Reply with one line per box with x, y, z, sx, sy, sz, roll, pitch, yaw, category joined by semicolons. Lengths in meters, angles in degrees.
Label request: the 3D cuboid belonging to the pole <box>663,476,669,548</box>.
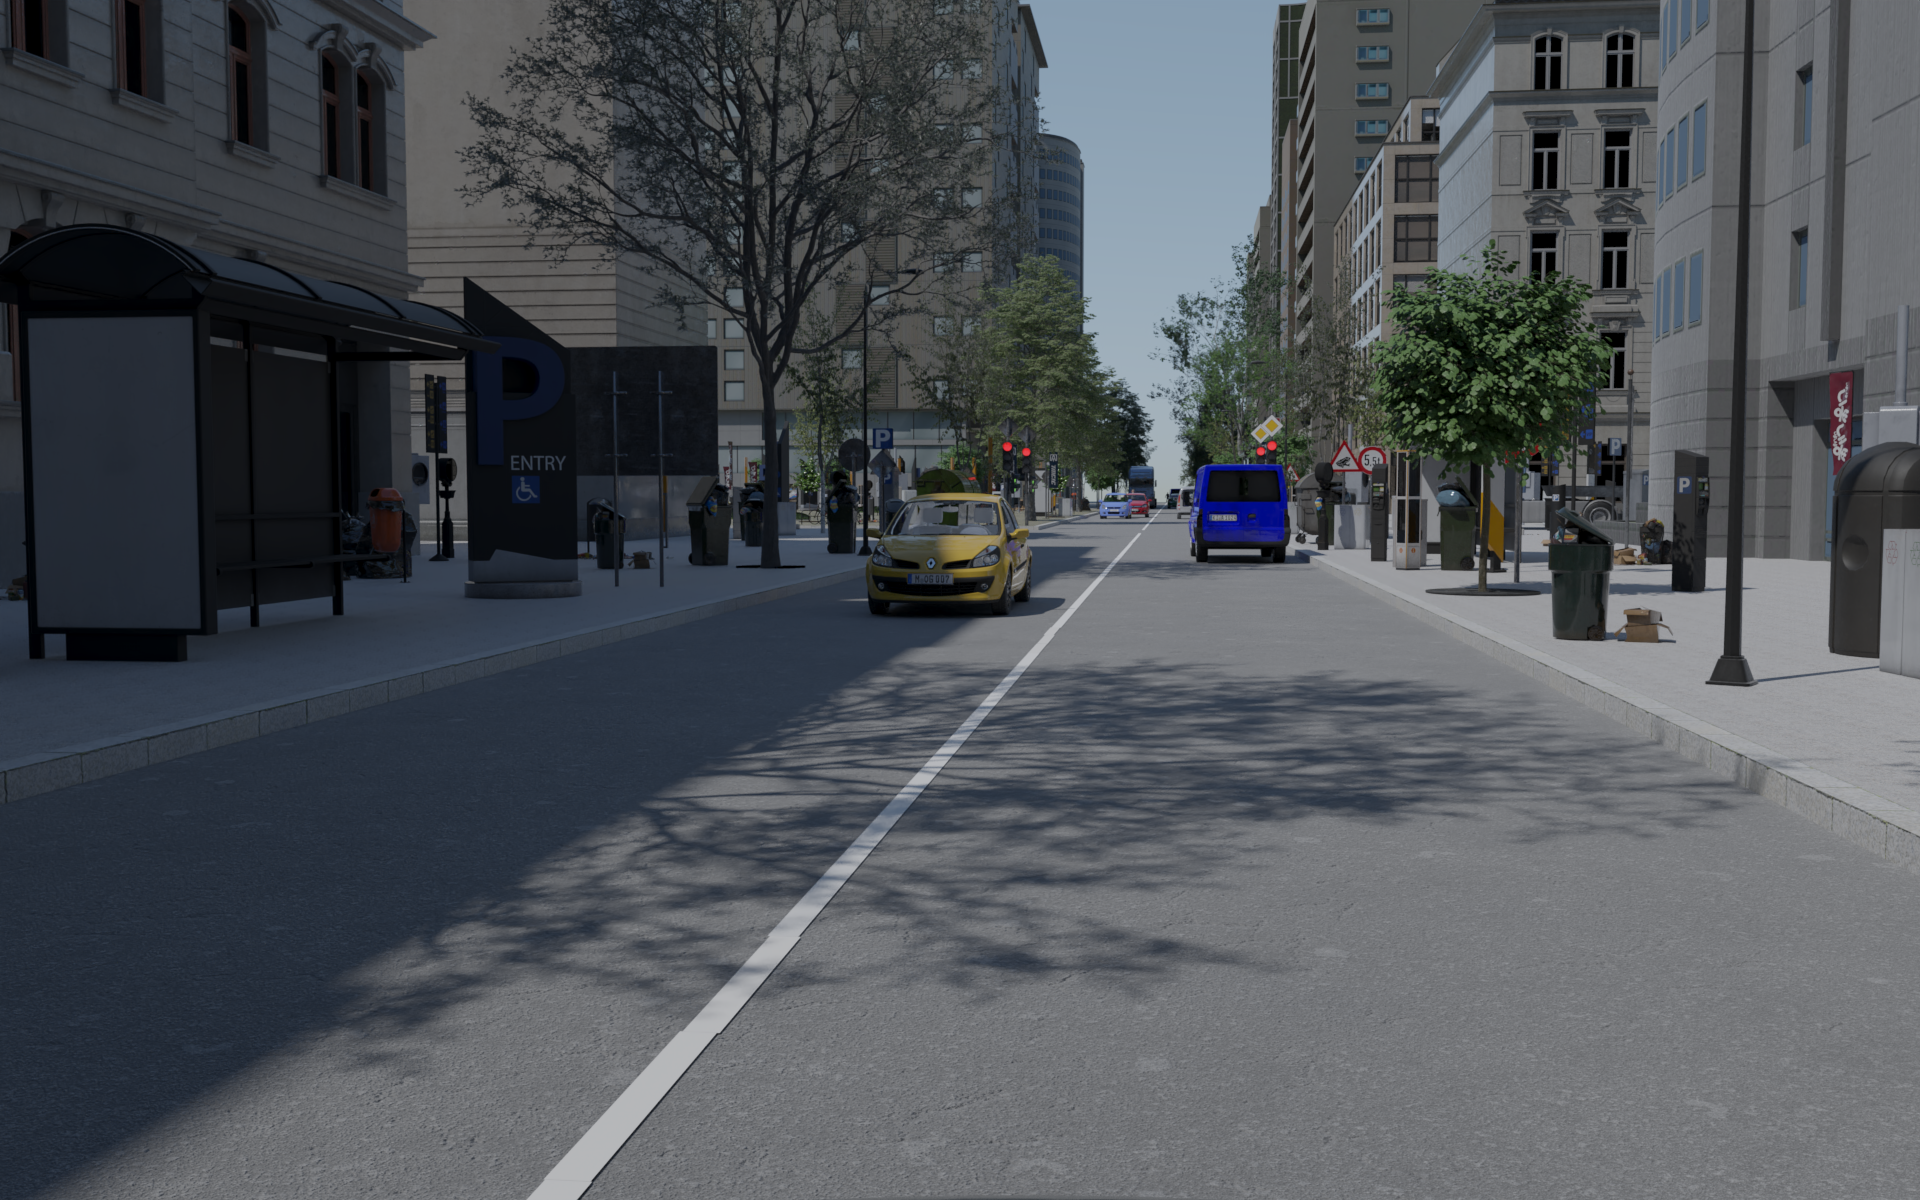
-7.014;-2.886;41.025;0.158;3.312;0.155;0;3;0;pole

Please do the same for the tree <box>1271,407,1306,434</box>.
25.911;-11.523;138.755;4.737;8.622;4.395;0;3;0;tree

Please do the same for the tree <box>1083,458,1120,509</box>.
12.372;-10.311;152.294;4.285;4.588;4.351;0;3;0;tree

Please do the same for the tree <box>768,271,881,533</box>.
-4.242;-6.484;56.378;4.360;8.622;3.978;0;3;0;tree

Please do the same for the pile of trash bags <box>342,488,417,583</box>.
-9.093;-0.995;26.026;1.912;1.369;3.447;-3;4;-38;pile of trash bags

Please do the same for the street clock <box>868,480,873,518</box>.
-4.778;-5.226;90.010;0.471;2.002;0.358;-3;4;-36;street clock

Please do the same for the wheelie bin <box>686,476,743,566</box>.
-4.512;-1.427;31.233;0.693;1.594;0.980;-3;4;-36;wheelie bin

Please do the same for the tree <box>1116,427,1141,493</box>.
20.387;-17.593;222.062;7.601;10.594;8.767;0;4;-3;tree

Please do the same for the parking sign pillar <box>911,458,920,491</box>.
-3.300;-8.589;128.898;1.447;3.967;1.447;-1;4;-12;parking sign pillar

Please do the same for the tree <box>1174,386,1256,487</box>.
26.923;-16.010;178.765;9.611;12.733;9.660;0;3;0;tree

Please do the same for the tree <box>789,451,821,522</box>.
-6.774;-5.154;78.871;1.663;3.219;1.824;0;3;0;tree

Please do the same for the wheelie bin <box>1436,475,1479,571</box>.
8.350;-1.297;29.108;0.693;1.594;0.980;1;4;15;wheelie bin

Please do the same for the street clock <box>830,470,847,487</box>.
-3.690;-2.942;52.673;0.471;2.002;0.358;-2;4;-26;street clock

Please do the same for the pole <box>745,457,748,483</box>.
-11.887;-6.266;96.287;0.158;3.312;0.155;0;3;0;pole

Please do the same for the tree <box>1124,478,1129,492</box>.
24.616;-18.807;257.857;4.360;8.622;3.978;0;3;0;tree

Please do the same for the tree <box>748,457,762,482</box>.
-14.947;-9.215;134.374;4.285;4.588;4.351;0;3;0;tree

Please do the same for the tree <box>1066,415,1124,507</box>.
10.138;-11.609;140.176;4.360;8.622;3.978;0;3;0;tree

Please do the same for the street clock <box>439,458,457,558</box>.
-10.255;-1.839;34.634;0.358;2.002;0.471;1;4;11;street clock

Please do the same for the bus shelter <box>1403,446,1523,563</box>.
9.920;-2.478;34.432;2.014;3.302;5.546;0;4;7;bus shelter

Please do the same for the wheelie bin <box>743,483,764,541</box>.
-5.674;-2.429;47.625;0.980;1.594;0.693;3;4;38;wheelie bin

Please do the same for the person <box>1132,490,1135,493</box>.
13.099;-7.498;131.487;0.834;1.777;0.661;1;4;10;person

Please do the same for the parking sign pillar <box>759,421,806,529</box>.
-6.567;-4.570;63.189;1.447;3.967;1.447;0;4;7;parking sign pillar

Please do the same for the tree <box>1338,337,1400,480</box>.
19.712;-8.065;82.225;4.737;8.622;4.395;0;3;0;tree

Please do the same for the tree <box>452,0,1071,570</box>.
-3.239;-7.284;29.467;12.009;13.543;11.850;0;3;0;tree

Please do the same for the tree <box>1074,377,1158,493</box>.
16.588;-17.210;188.040;9.857;13.997;8.962;0;3;0;tree

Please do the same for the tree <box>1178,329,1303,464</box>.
17.417;-11.128;107.706;9.928;11.665;9.643;0;3;0;tree

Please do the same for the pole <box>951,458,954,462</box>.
-0.416;-6.307;96.958;0.158;3.312;0.155;0;3;0;pole

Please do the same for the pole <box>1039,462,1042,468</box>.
4.963;-6.894;106.566;0.158;3.312;0.155;0;3;0;pole

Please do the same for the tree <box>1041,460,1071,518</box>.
5.316;-6.109;94.484;1.663;3.219;1.824;0;3;0;tree

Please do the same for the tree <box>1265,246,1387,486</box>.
11.099;-6.242;52.421;4.360;8.622;3.978;0;3;0;tree

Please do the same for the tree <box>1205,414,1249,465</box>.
23.615;-12.491;154.597;4.737;8.622;4.395;0;3;0;tree

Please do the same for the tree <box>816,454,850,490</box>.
-10.270;-9.690;142.138;4.285;4.588;4.351;0;3;0;tree

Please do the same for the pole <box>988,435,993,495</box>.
1.052;-4.062;60.254;0.158;3.312;0.155;0;3;0;pole

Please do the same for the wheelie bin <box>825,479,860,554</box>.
-2.533;-1.812;37.526;0.693;1.594;0.980;0;4;5;wheelie bin

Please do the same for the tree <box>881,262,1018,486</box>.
0.086;-6.363;54.391;4.360;8.622;3.978;0;3;0;tree

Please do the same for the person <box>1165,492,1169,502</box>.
35.272;-17.424;293.940;0.990;1.755;0.434;1;4;12;person

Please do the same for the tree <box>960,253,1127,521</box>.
3.622;-10.004;81.695;7.486;12.596;7.792;0;3;0;tree

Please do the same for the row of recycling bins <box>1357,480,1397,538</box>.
12.128;-2.724;51.643;1.069;1.692;3.534;0;4;4;row of recycling bins

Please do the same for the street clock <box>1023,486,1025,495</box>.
5.507;-8.571;144.701;0.358;2.002;0.471;-3;5;-39;street clock

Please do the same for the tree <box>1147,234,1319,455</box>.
20.359;-16.702;128.974;12.611;20.169;13.585;0;3;0;tree

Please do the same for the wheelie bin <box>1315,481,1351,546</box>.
9.359;-2.167;43.330;0.980;1.594;0.693;-2;4;-32;wheelie bin

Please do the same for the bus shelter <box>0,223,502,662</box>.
-6.177;-1.334;15.728;2.014;3.302;5.546;0;4;7;bus shelter

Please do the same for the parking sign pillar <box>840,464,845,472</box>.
-9.084;-8.852;133.196;1.447;3.967;1.447;0;4;-4;parking sign pillar

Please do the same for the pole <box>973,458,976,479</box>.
0.808;-6.333;97.385;0.158;3.312;0.155;0;3;0;pole

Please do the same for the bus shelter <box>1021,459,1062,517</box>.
4.764;-6.566;101.279;2.014;3.302;5.546;0;4;7;bus shelter

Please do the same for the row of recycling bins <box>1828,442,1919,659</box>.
8.753;-0.395;13.570;3.534;1.692;1.069;0;4;5;row of recycling bins

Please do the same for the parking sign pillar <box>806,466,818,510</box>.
-11.581;-8.839;132.983;1.447;3.967;1.447;-3;4;-37;parking sign pillar

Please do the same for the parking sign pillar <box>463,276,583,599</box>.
-5.500;-2.034;21.720;1.447;3.967;1.447;-2;4;-25;parking sign pillar

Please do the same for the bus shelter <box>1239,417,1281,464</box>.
15.327;-6.743;87.882;2.179;5.291;8.768;0;4;7;bus shelter

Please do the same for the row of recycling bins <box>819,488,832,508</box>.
-10.001;-7.420;128.433;1.069;1.692;3.534;-1;4;-8;row of recycling bins

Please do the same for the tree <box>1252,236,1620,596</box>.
6.718;-2.353;22.183;4.285;4.588;4.351;0;3;0;tree

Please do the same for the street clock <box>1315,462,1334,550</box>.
8.303;-2.139;39.542;0.358;2.002;0.471;3;5;42;street clock

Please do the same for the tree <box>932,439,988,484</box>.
0.068;-7.153;100.672;4.285;4.588;4.351;0;3;0;tree

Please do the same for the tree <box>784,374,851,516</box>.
-8.310;-9.316;102.676;4.737;8.622;4.395;0;3;0;tree

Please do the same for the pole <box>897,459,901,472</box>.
-3.502;-6.466;99.554;0.158;3.312;0.155;0;3;0;pole

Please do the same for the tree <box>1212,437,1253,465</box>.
14.425;-5.753;77.768;4.285;4.588;4.351;0;3;0;tree

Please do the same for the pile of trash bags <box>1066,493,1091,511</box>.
8.950;-7.549;133.173;1.912;1.369;3.447;0;4;-5;pile of trash bags

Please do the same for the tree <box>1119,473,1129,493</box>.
29.757;-21.243;297.686;4.737;8.622;4.395;0;3;0;tree

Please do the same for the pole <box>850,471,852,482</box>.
-8.217;-8.409;131.333;0.158;3.312;0.155;0;3;0;pole
